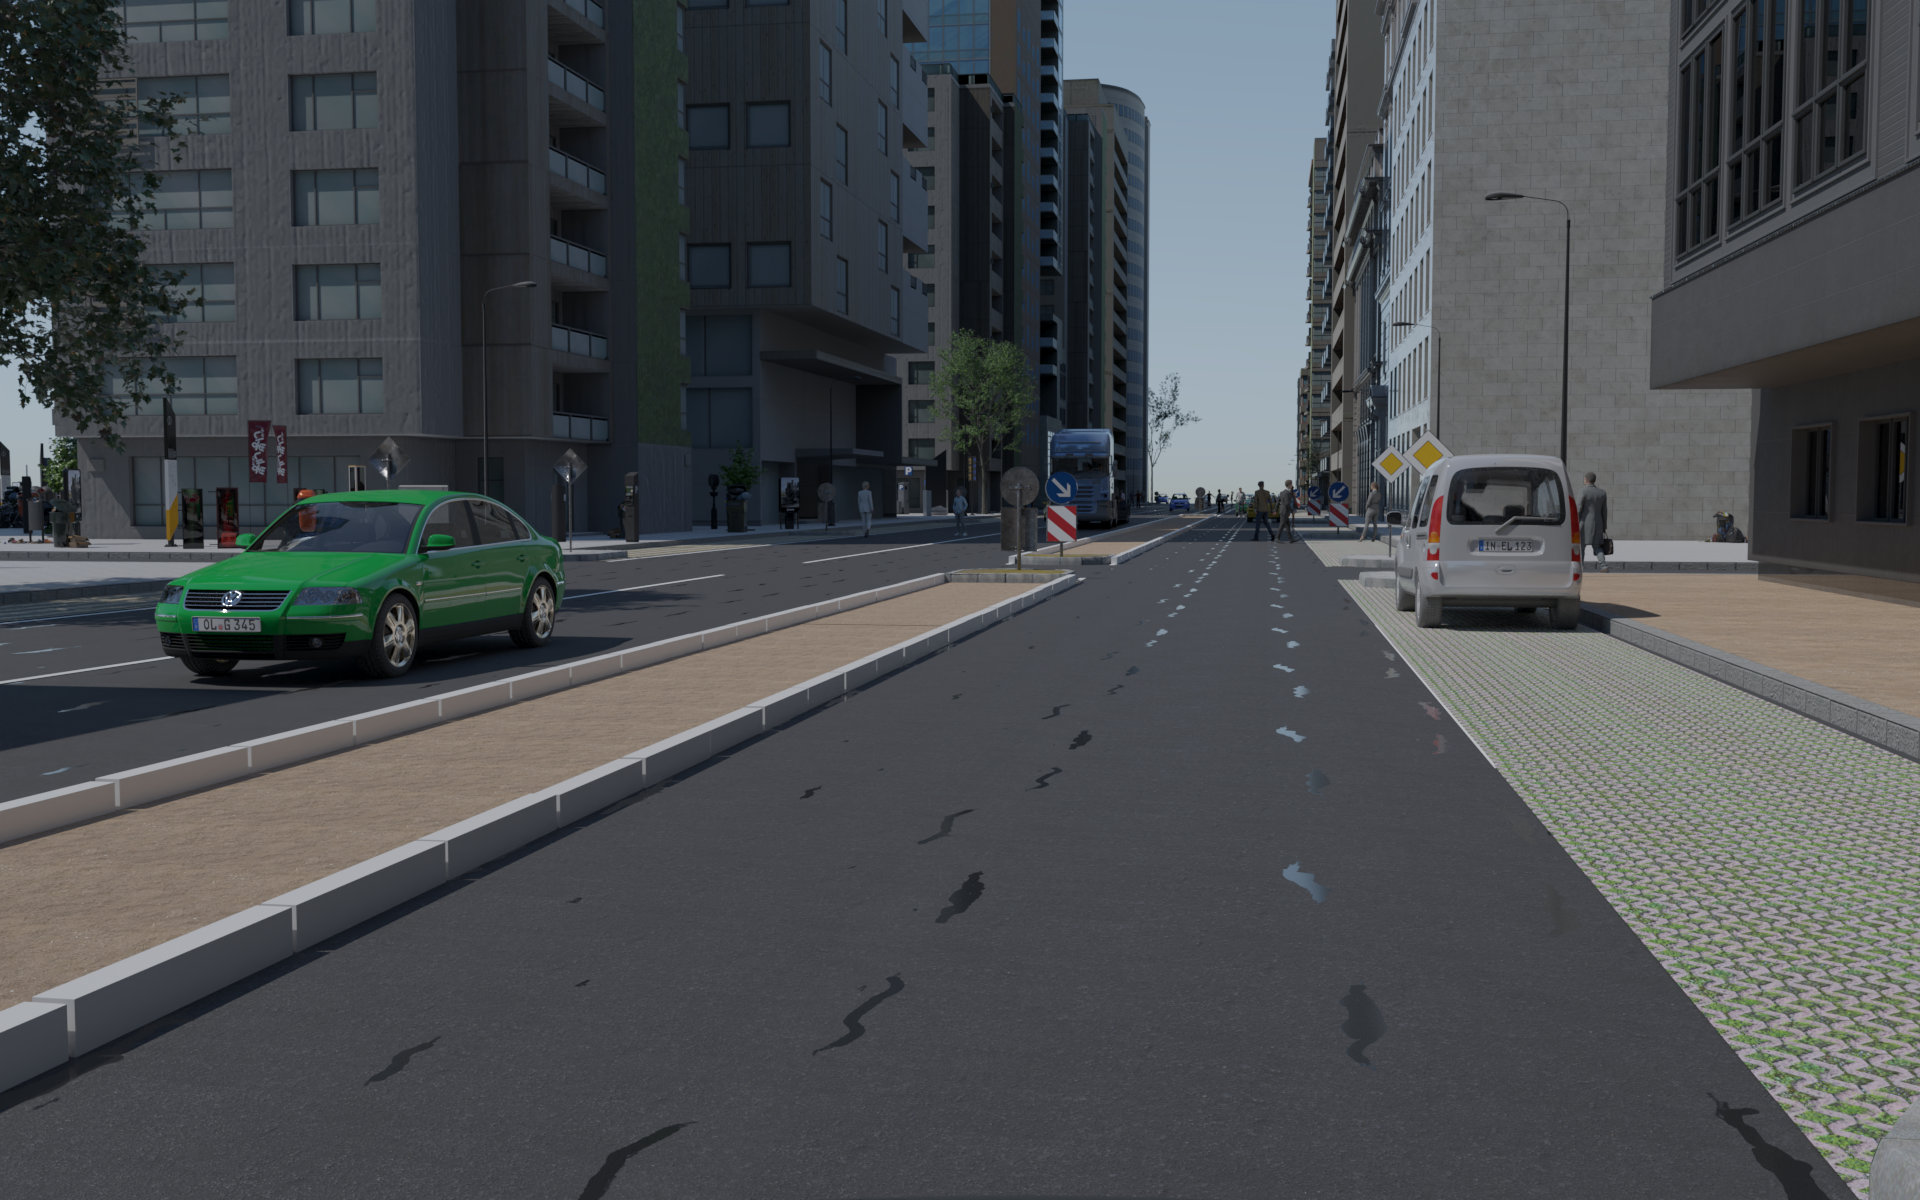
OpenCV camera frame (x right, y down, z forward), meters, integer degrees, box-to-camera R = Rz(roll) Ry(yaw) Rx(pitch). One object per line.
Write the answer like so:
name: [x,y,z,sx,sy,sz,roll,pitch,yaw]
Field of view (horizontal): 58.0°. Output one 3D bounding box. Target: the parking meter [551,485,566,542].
parking meter: [-10.729,-2.317,46.298,0.372,1.533,0.369,0,3,0]

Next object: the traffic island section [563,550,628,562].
traffic island section: [-8.592,-0.970,38.139,2.009,0.180,2.903,1,4,10]

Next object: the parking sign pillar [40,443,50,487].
parking sign pillar: [-48.728,-6.348,92.258,1.447,3.967,1.447,-2,4,-31]

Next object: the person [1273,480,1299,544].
person: [9.496,-2.565,50.212,0.755,1.850,0.659,0,4,-2]

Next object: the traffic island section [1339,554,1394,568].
traffic island section: [8.732,-0.783,35.091,2.009,0.180,2.903,1,4,10]

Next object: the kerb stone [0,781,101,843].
kerb stone: [-3.931,0.920,7.280,0.120,0.150,1.000,1,4,10]

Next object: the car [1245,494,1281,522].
car: [15.653,-4.818,88.990,2.015,1.641,3.980,1,4,12]

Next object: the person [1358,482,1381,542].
person: [12.186,-2.616,51.552,0.573,1.790,0.520,3,4,36]

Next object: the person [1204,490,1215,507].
person: [26.818,-10.878,186.380,1.348,1.821,0.705,0,4,3]

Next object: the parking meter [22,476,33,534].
parking meter: [-30.401,-3.103,56.448,0.255,1.863,0.399,-2,4,-24]

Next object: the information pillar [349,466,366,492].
information pillar: [-15.607,-2.471,44.896,0.304,2.012,0.304,2,4,35]

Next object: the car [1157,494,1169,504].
car: [29.666,-14.947,253.967,1.945,1.707,3.694,1,4,12]

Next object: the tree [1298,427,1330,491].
tree: [39.347,-14.773,191.908,4.360,8.622,3.978,0,3,0]

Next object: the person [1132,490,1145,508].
person: [18.153,-10.269,176.358,1.348,1.831,0.705,0,4,5]

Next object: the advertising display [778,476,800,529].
advertising display: [-6.220,-3.541,63.117,0.123,1.923,0.974,3,5,41]

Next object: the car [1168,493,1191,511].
car: [18.850,-8.501,148.580,1.945,1.707,3.694,1,4,8]

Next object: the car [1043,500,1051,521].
car: [5.463,-5.013,92.182,2.015,1.641,3.980,1,4,9]

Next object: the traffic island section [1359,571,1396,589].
traffic island section: [7.346,-0.302,27.226,2.009,0.180,2.903,1,4,10]

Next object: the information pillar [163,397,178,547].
information pillar: [-19.157,-3.100,42.036,0.183,3.616,0.504,0,3,0]

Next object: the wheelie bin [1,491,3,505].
wheelie bin: [-38.736,-3.851,70.876,0.980,1.594,0.693,1,4,21]

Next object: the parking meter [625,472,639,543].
parking meter: [-8.706,-2.462,45.968,0.255,1.863,0.399,1,4,11]

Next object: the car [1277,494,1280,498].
car: [46.308,-14.671,248.674,1.959,1.807,4.718,1,4,10]

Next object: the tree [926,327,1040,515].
tree: [1.412,-11.197,108.822,9.928,11.665,9.643,0,3,0]

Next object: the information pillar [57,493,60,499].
information pillar: [-49.072,-5.484,94.148,0.304,2.012,0.304,-2,4,-25]

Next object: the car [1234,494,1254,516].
car: [18.928,-6.194,113.069,2.131,1.459,4.920,1,4,10]

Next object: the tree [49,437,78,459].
tree: [-36.649,-5.486,73.417,4.285,4.588,4.351,0,3,0]

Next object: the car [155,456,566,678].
car: [-4.999,-0.380,15.006,1.959,1.807,4.718,1,4,10]

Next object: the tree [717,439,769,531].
tree: [-7.760,-4.040,60.658,1.663,3.219,1.824,0,3,0]

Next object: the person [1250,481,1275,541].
person: [9.325,-2.737,53.168,0.836,1.842,0.656,3,5,40]

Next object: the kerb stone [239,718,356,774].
kerb stone: [-3.577,0.788,9.313,0.120,0.150,1.000,1,4,10]

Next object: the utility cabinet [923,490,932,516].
utility cabinet: [-1.889,-5.625,100.642,0.318,1.500,1.173,-1,4,-11]

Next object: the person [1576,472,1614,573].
person: [10.852,-1.299,29.840,0.694,1.812,0.767,-1,4,-16]

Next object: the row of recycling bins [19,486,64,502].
row of recycling bins: [-52.963,-5.701,100.317,1.069,1.692,3.534,0,4,5]

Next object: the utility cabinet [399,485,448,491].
utility cabinet: [-13.574,-2.152,43.861,1.173,1.500,0.318,-1,4,-12]

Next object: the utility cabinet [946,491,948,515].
utility cabinet: [-1.331,-5.967,106.234,1.173,1.500,0.318,-1,4,-21]

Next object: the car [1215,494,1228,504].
car: [39.239,-15.350,259.762,1.959,1.807,4.718,1,4,9]

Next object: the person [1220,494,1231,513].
person: [19.575,-7.104,127.831,0.628,1.438,0.799,3,4,36]

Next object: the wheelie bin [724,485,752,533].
wheelie bin: [-7.427,-3.052,57.812,0.980,1.594,0.693,0,4,4]

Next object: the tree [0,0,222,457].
tree: [-14.132,-6.391,21.493,9.611,12.733,9.660,0,3,0]

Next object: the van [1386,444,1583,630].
van: [5.917,-0.775,19.678,2.013,2.044,4.112,1,4,10]

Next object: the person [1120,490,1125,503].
person: [12.087,-7.329,129.275,0.436,1.711,0.756,2,4,29]

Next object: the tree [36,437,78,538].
tree: [-26.398,-3.452,51.044,1.663,3.219,1.824,0,3,0]

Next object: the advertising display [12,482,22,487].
advertising display: [-50.254,-5.329,92.350,0.974,1.923,0.123,3,5,39]

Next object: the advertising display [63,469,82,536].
advertising display: [-22.612,-2.381,44.147,0.123,1.923,0.974,-1,4,-9]

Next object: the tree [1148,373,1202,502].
tree: [31.184,-25.246,268.662,12.611,20.169,13.585,0,3,0]

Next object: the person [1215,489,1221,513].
person: [19.690,-7.541,131.797,0.705,1.823,1.348,0,4,-4]

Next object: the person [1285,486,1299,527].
person: [14.511,-4.110,75.800,0.616,1.811,0.778,3,5,44]

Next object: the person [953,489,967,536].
person: [-0.022,-3.013,59.568,0.589,1.601,0.330,3,5,41]

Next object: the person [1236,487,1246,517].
person: [17.324,-6.024,106.837,0.661,1.843,0.795,1,4,17]

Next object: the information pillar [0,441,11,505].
information pillar: [-42.339,-5.227,76.813,0.183,3.616,0.504,1,4,20]

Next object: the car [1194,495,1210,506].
car: [29.480,-12.098,210.168,2.083,1.381,4.827,1,4,11]

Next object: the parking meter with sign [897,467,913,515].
parking meter with sign: [-3.591,-6.909,109.229,0.543,3.016,1.738,2,4,24]

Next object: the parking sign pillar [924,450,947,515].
parking sign pillar: [-1.492,-7.081,104.254,1.447,3.967,1.447,-1,4,-15]

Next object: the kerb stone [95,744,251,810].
kerb stone: [-3.755,0.850,8.298,0.120,0.150,1.000,1,4,10]

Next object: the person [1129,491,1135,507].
person: [18.589,-10.854,186.419,0.568,1.767,0.683,3,5,44]

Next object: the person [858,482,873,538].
person: [-3.088,-2.954,56.675,0.514,1.842,0.818,0,4,2]

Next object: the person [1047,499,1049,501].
person: [6.806,-7.168,126.409,0.721,1.736,1.217,-3,5,-39]

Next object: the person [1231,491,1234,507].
person: [29.841,-11.090,190.538,0.721,1.743,1.217,0,4,4]
